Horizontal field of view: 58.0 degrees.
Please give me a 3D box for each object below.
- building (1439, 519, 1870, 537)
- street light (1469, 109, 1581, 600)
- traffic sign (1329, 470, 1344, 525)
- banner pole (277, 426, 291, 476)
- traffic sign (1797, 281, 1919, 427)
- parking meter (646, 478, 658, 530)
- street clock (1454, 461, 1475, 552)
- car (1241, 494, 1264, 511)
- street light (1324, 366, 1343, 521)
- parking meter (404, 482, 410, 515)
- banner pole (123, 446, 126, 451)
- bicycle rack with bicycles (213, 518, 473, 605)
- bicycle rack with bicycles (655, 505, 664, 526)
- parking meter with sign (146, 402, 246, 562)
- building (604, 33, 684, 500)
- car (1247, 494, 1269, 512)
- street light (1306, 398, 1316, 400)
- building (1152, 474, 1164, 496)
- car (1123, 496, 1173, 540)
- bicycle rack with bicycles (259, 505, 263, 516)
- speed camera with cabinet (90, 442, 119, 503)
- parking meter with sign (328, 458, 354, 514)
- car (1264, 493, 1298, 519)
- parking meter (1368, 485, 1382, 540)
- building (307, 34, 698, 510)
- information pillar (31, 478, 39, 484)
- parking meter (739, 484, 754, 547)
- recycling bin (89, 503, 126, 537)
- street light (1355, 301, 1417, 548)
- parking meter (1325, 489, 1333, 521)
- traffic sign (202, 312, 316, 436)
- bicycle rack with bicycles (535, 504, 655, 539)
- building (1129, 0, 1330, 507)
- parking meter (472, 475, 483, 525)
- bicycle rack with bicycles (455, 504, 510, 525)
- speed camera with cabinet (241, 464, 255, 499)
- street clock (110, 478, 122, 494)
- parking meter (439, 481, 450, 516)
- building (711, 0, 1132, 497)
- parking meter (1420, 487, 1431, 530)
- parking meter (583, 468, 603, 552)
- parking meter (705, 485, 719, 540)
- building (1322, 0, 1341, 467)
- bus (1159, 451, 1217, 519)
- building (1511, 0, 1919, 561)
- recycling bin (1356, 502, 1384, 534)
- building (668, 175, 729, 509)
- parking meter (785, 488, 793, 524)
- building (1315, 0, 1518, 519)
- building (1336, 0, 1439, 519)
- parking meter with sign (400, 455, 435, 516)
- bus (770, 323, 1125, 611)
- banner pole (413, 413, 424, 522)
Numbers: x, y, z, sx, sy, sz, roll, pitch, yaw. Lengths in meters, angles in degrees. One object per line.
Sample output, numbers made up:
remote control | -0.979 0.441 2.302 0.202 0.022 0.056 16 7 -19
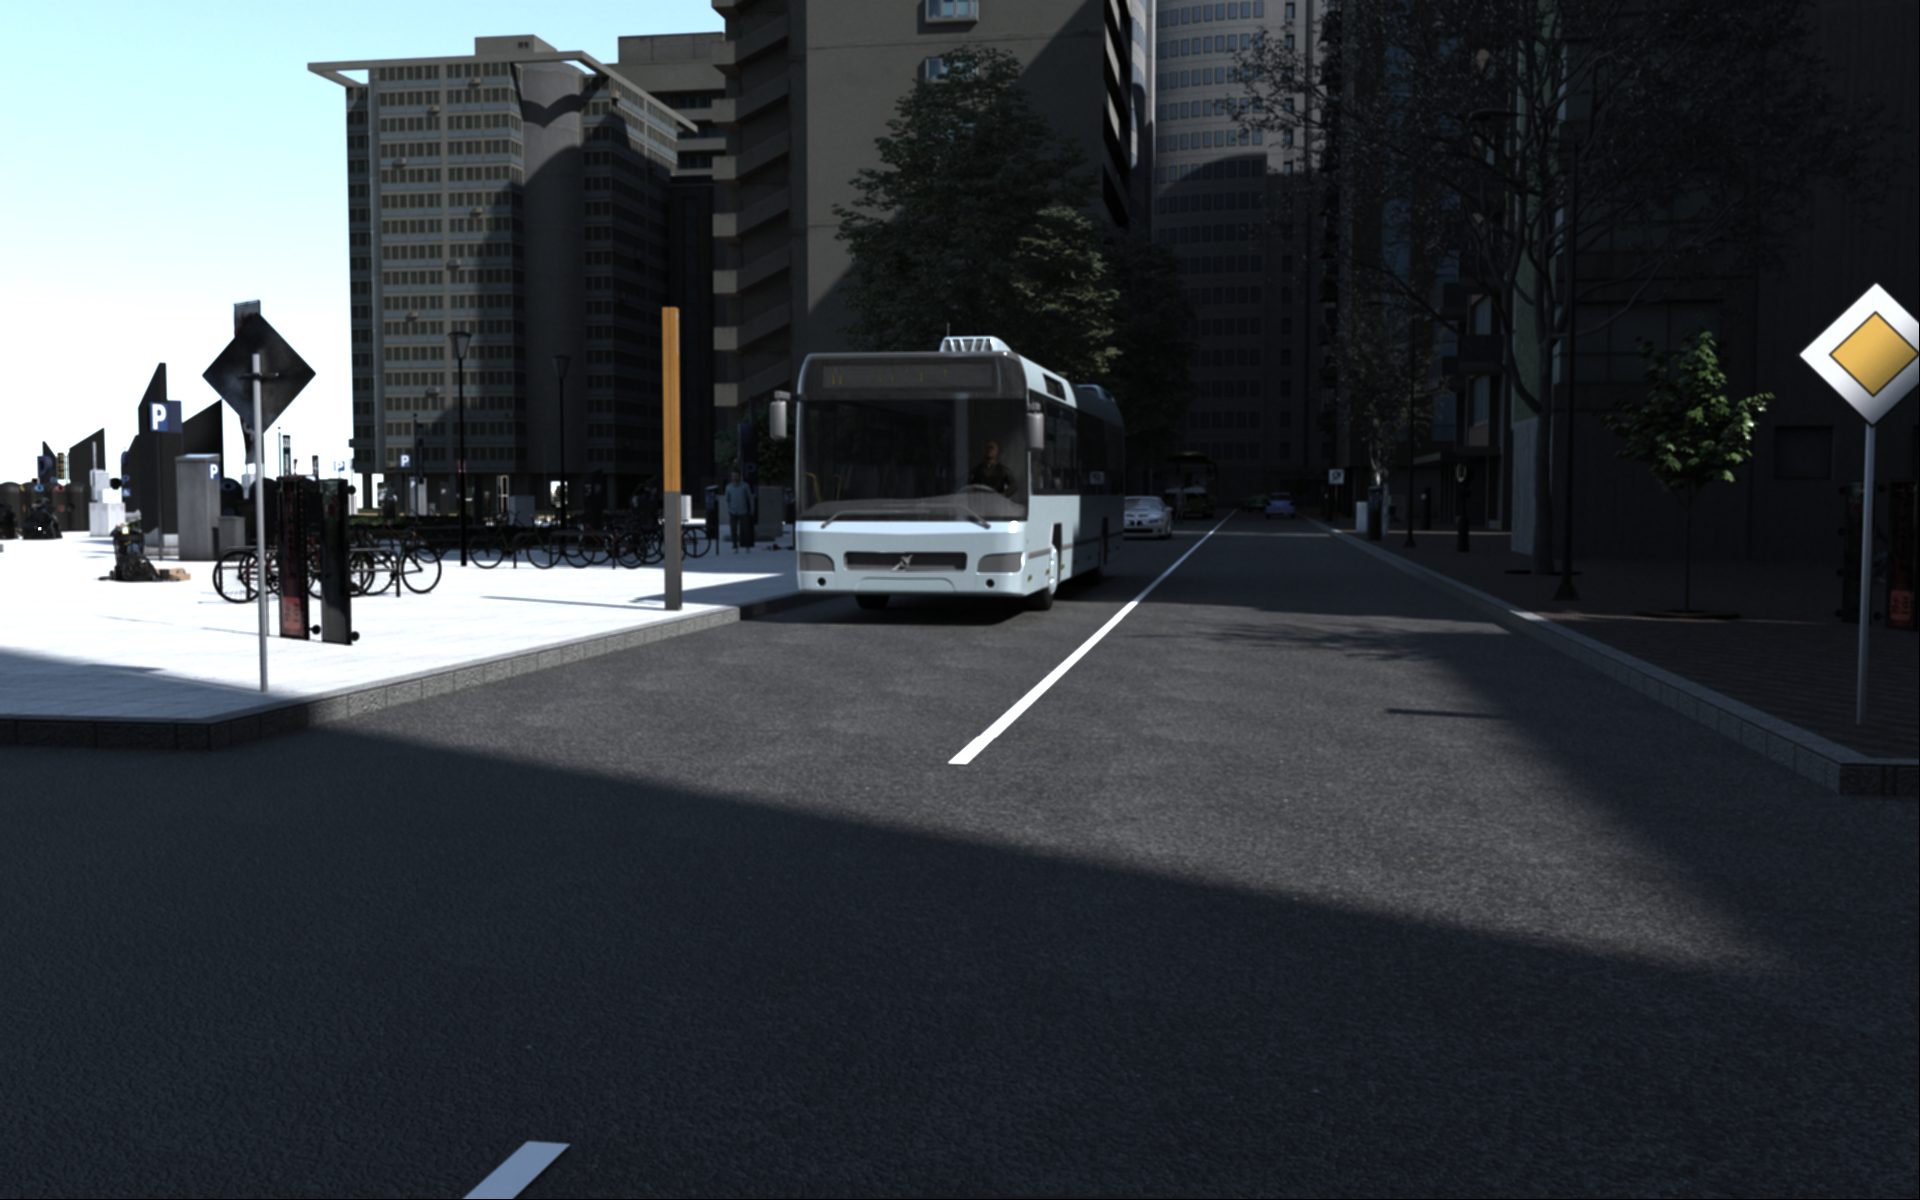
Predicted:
building | 29.997 -25.183 66.375 22.147 44.769 28.867 1 4 10
street light | 6.844 -2.963 20.985 1.470 5.913 1.316 1 4 10
traffic sign | 15.660 -4.277 72.067 0.606 2.300 0.079 1 4 17
banner pole | -25.005 -4.532 64.113 0.401 3.779 0.863 1 4 17
traffic sign | 5.034 -0.450 9.549 0.795 2.593 0.064 1 4 10
parking meter | -10.937 -3.412 61.501 0.255 1.863 0.399 2 4 35
street clock | 11.172 -2.069 38.403 0.358 2.002 0.471 -1 4 -16
car | 24.379 -8.288 144.301 1.959 1.807 4.718 1 4 8
street light | 13.910 -5.495 62.382 1.470 5.913 1.316 1 4 10
parking meter | -27.656 -4.945 86.564 0.255 1.863 0.399 -1 4 -17
banner pole | -43.663 -6.187 91.168 0.863 3.779 0.401 -3 4 -37
bicycle rack with bicycles | -8.006 -0.513 21.777 2.925 0.926 2.852 -2 4 -32
bicycle rack with bicycles | -11.343 -2.793 59.055 2.925 0.926 2.852 2 4 33
parking meter with sign | -14.504 -2.245 32.971 1.738 3.016 0.543 1 4 10
building | -24.603 -34.408 186.264 21.600 48.544 21.300 1 4 10
car | 23.539 -7.781 136.019 1.959 1.807 4.718 1 4 11
street light | 17.386 -6.795 83.647 1.470 5.913 1.316 1 4 10
building | 2.993 -30.314 150.263 28.867 44.769 22.147 1 4 10
car | 5.817 -2.649 55.678 2.083 1.381 4.827 1 4 10
bicycle rack with bicycles | -29.678 -3.423 69.348 2.925 0.926 2.852 2 4 27
speed camera with cabinet | -32.204 -4.335 65.215 0.660 3.252 2.038 -3 4 -37
parking meter with sign | -30.114 -5.330 83.412 1.738 3.016 0.543 -3 4 -37
car | 18.867 -5.644 101.876 1.945 1.707 3.694 1 4 11
parking meter | 11.522 -2.428 48.105 0.372 1.533 0.369 0 3 0
building | -38.002 -28.187 152.739 23.993 40.220 32.217 1 4 10
information pillar | -41.747 -4.510 78.222 0.304 2.012 0.304 -2 4 -24
parking meter | -5.169 -2.050 41.931 0.372 1.533 0.369 0 3 0
recycling bin | -25.385 -2.386 51.569 0.722 1.027 0.722 1 4 13
street light | 10.305 -4.226 41.641 1.470 5.913 1.316 1 4 10
parking meter | 17.276 -4.448 81.137 0.372 1.533 0.369 0 3 0
traffic sign | -4.521 -0.550 11.182 0.795 2.593 0.064 1 4 10
bicycle rack with bicycles | -10.221 -2.075 47.309 2.852 0.926 2.925 0 4 7
building | 29.246 -38.838 177.003 28.212 58.520 21.231 1 4 10
parking meter | -14.712 -2.882 52.840 0.255 1.863 0.399 -1 4 -23
bicycle rack with bicycles | -16.349 -2.923 61.168 2.925 0.926 2.852 -1 4 -17
speed camera with cabinet | -30.929 -5.032 76.604 2.038 3.252 0.660 2 4 33
street clock | -37.350 -4.408 76.633 0.358 2.002 0.471 2 4 30
parking meter | -23.313 -4.443 78.350 0.399 1.863 0.255 0 4 -5
building | -1.745 -28.979 97.501 21.300 48.544 21.600 1 4 10
parking meter | 16.677 -3.280 62.044 0.372 1.533 0.369 0 3 0
parking meter | -8.192 -2.017 38.687 0.255 1.863 0.399 2 4 31
parking meter | -6.998 -2.477 48.910 0.372 1.533 0.369 0 3 0
building | 43.771 -33.721 140.576 28.713 52.752 27.495 1 4 10
bus | 13.658 -6.772 102.263 2.896 3.916 12.252 1 4 11
building | 19.663 -21.700 38.388 14.154 41.232 14.086 1 4 10
recycling bin | 13.395 -2.685 56.450 0.722 1.027 0.722 -1 4 -16
building | -17.744 -23.662 158.568 14.107 30.474 14.160 1 4 10
parking meter | -7.280 -3.998 73.775 0.372 1.533 0.369 0 3 0
building | 34.992 -28.083 113.774 22.147 44.769 28.867 1 4 10
building | 27.829 -27.084 92.939 14.600 45.320 14.200 1 4 10
parking meter with sign | -24.188 -4.962 77.392 0.543 3.016 1.738 1 4 22
bus | 0.448 -1.798 24.256 2.948 3.499 13.247 1 4 10
banner pole | -16.810 -3.902 53.812 0.401 3.779 0.863 0 4 4
